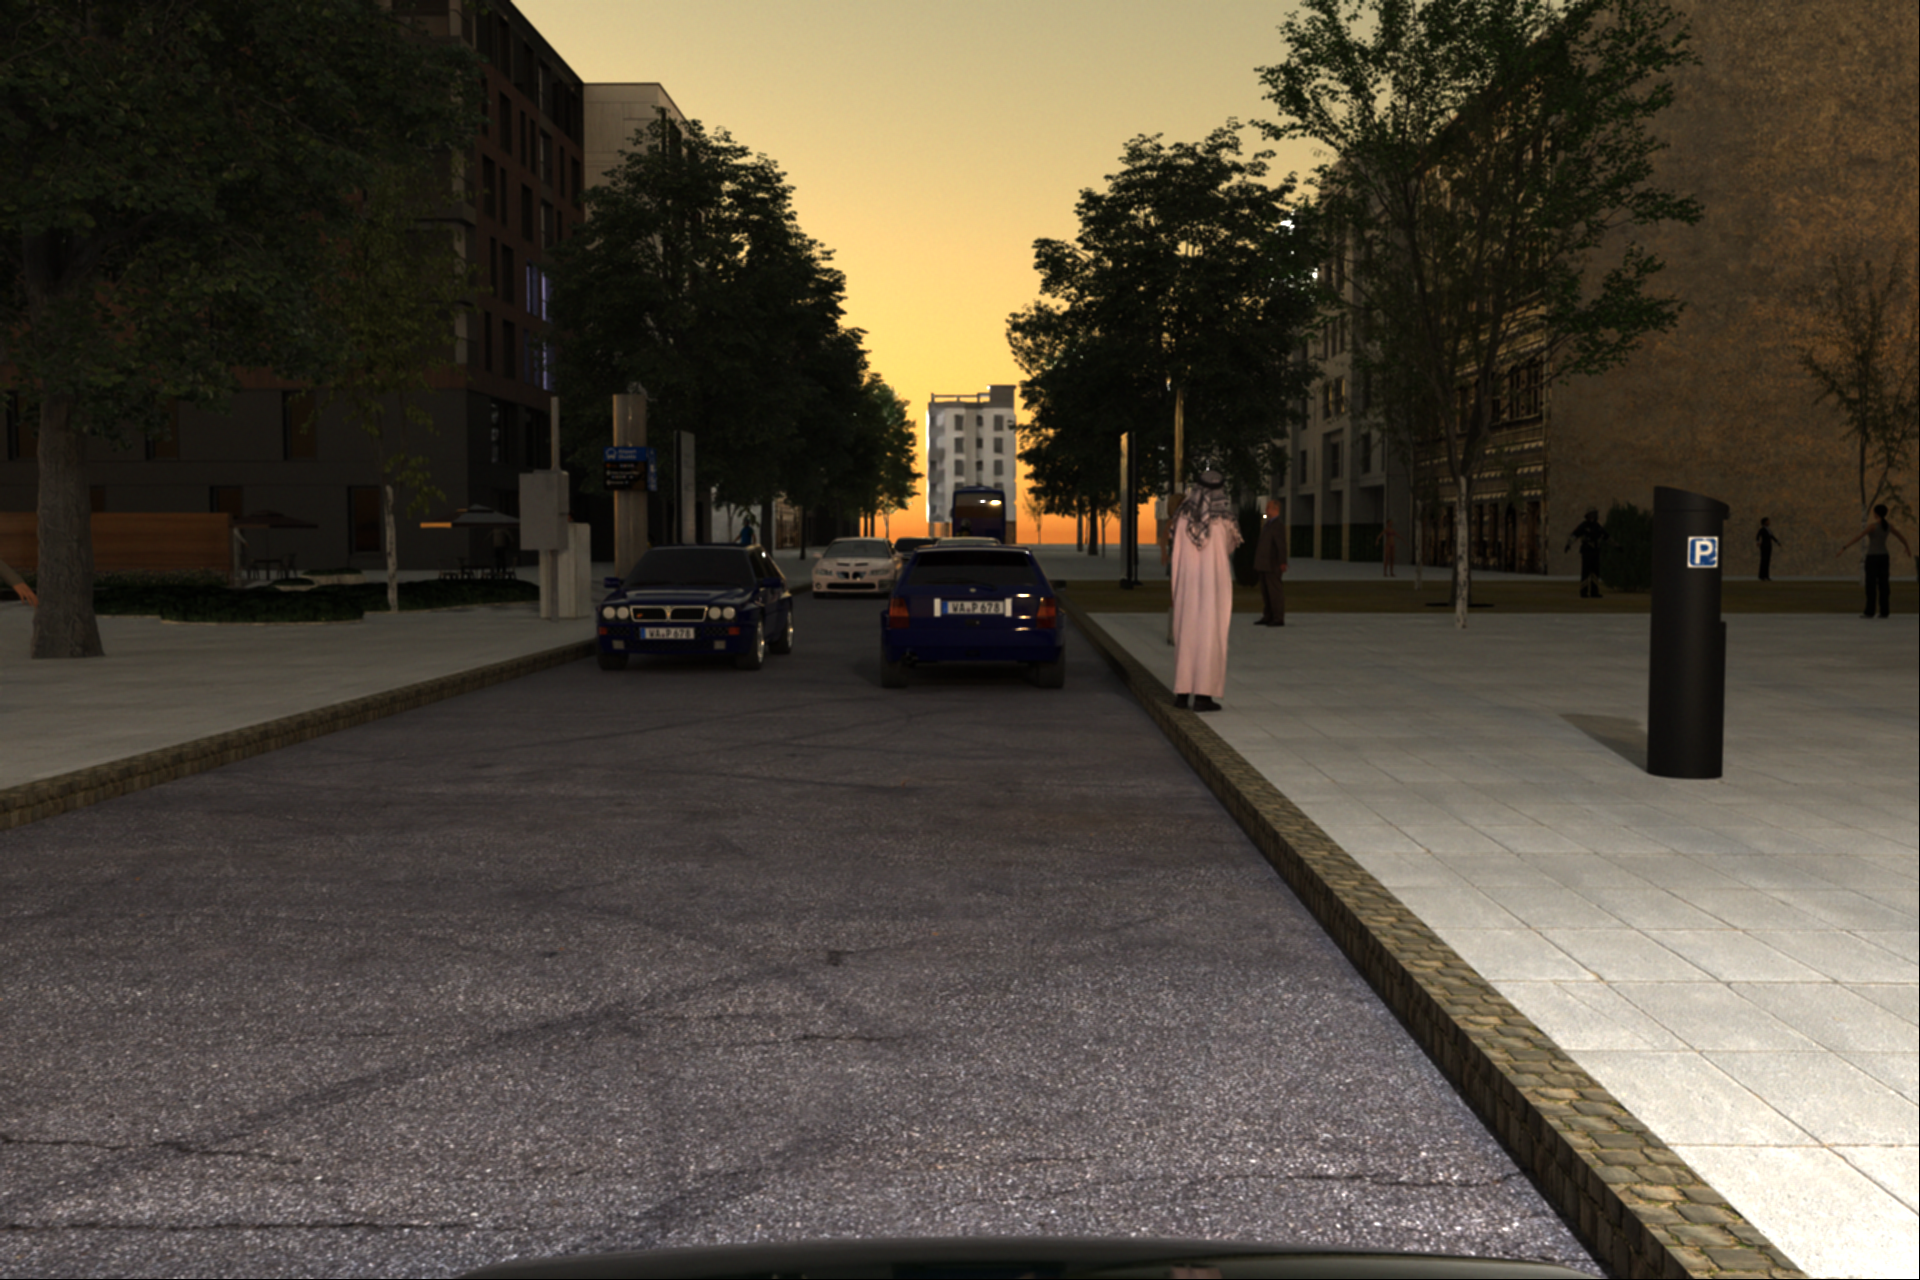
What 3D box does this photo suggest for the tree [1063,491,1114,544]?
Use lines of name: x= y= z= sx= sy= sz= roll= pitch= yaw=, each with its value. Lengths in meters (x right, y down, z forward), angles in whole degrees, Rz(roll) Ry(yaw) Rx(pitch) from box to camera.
tree: x=16.741 y=-17.758 z=224.748 sx=7.601 sy=10.594 sz=8.767 roll=0 pitch=4 yaw=-4

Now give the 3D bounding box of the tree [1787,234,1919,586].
tree: x=22.361 y=-5.671 z=43.077 sx=4.360 sy=8.622 sz=3.978 roll=0 pitch=3 yaw=0

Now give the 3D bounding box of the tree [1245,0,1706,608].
tree: x=8.796 y=-6.390 z=30.228 sx=9.928 sy=11.665 sz=9.643 roll=0 pitch=3 yaw=0

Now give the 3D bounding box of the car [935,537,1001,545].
car: x=0.180 y=-1.457 z=36.180 sx=2.083 sy=1.381 sz=4.827 roll=0 pitch=4 yaw=1

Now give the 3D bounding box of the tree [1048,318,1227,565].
tree: x=7.441 y=-8.415 z=71.994 sx=8.767 sy=10.594 sz=7.601 roll=2 pitch=4 yaw=23

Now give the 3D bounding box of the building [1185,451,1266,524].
building: x=27.622 y=-14.242 z=175.007 sx=9.099 sy=9.664 sz=28.070 roll=0 pitch=4 yaw=1

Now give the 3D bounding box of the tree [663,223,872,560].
tree: x=-8.221 y=-10.158 z=72.736 sx=9.857 sy=13.997 sz=8.962 roll=0 pitch=3 yaw=0

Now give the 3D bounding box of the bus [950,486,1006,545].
bus: x=0.894 y=-5.895 z=87.924 sx=2.896 sy=3.916 sz=12.251 roll=0 pitch=3 yaw=0

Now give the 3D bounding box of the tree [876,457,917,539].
tree: x=-9.551 y=-18.209 z=223.465 sx=9.928 sy=11.665 sz=9.643 roll=0 pitch=3 yaw=0

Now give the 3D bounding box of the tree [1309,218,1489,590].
tree: x=10.782 y=-5.464 z=39.706 sx=4.360 sy=8.622 sz=3.978 roll=0 pitch=3 yaw=0

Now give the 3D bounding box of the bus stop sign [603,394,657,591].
bus stop sign: x=-6.258 y=-2.684 z=32.897 sx=0.837 sy=3.901 sz=0.837 roll=0 pitch=4 yaw=2

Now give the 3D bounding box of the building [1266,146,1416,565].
building: x=26.363 y=-13.493 z=87.076 sx=16.747 sy=18.905 sz=31.486 roll=0 pitch=4 yaw=1

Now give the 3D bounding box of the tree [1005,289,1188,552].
tree: x=9.855 y=-16.410 z=124.197 sx=12.611 sy=20.169 sz=13.585 roll=0 pitch=3 yaw=0

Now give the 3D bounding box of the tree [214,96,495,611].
tree: x=-9.285 y=-4.721 z=27.557 sx=4.737 sy=8.622 sz=4.395 roll=0 pitch=3 yaw=0

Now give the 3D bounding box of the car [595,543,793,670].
car: x=-2.914 y=-0.421 z=19.457 sx=1.945 sy=1.354 sz=3.894 roll=0 pitch=4 yaw=2

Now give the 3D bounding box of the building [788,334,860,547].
building: x=-25.286 y=-20.385 z=177.271 sx=27.936 sy=21.610 sz=32.646 roll=0 pitch=4 yaw=1

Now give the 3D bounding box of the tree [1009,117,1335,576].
tree: x=6.602 y=-8.965 z=53.228 sx=9.857 sy=13.997 sz=8.962 roll=0 pitch=3 yaw=0

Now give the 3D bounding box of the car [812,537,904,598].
car: x=-2.312 y=-1.696 z=40.093 sx=2.083 sy=1.381 sz=4.827 roll=0 pitch=4 yaw=2

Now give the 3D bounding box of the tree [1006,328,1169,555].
tree: x=7.924 y=-12.079 z=104.149 sx=9.857 sy=13.997 sz=8.962 roll=0 pitch=3 yaw=0

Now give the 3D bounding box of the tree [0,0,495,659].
tree: x=-9.470 y=-6.796 z=17.763 sx=9.857 sy=13.997 sz=8.962 roll=0 pitch=3 yaw=0

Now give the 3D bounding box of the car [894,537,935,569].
car: x=-1.482 y=-2.705 z=56.815 sx=1.945 sy=1.354 sz=3.894 roll=0 pitch=4 yaw=1

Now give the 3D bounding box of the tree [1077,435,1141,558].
tree: x=7.674 y=-8.702 z=92.637 sx=4.360 sy=8.622 sz=3.978 roll=0 pitch=3 yaw=0

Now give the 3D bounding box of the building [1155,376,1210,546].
building: x=28.159 y=-21.198 z=203.013 sx=16.016 sy=20.090 sz=11.380 roll=0 pitch=4 yaw=2

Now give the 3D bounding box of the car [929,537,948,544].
car: x=-0.993 y=-3.069 z=62.754 sx=1.945 sy=1.354 sz=3.894 roll=0 pitch=4 yaw=1

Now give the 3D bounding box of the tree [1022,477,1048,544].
tree: x=10.320 y=-16.470 z=219.651 sx=4.360 sy=8.622 sz=3.978 roll=0 pitch=3 yaw=0

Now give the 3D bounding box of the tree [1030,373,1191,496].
tree: x=7.891 y=-9.095 z=83.110 sx=8.767 sy=10.594 sz=7.601 roll=-3 pitch=4 yaw=-39

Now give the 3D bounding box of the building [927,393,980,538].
building: x=-3.854 y=-22.305 z=223.567 sx=11.380 sy=20.090 sz=16.016 roll=0 pitch=4 yaw=-3

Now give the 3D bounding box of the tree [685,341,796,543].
tree: x=-8.260 y=-6.934 z=63.727 sx=4.737 sy=8.622 sz=4.395 roll=0 pitch=3 yaw=0

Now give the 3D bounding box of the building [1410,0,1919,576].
building: x=27.571 y=-14.104 z=61.528 sx=19.493 sy=23.208 sz=18.063 roll=0 pitch=4 yaw=2

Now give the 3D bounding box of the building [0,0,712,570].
building: x=-27.569 y=-14.246 z=76.901 sx=27.936 sy=21.610 sz=32.646 roll=0 pitch=4 yaw=1

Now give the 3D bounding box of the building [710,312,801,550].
building: x=-24.218 y=-19.593 z=151.273 sx=19.493 sy=23.208 sz=18.063 roll=0 pitch=4 yaw=1

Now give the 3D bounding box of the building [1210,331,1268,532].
building: x=28.006 y=-18.411 z=157.436 sx=16.016 sy=20.090 sz=11.380 roll=0 pitch=4 yaw=1

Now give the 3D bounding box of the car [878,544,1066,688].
car: x=0.124 y=-0.297 z=17.434 sx=1.945 sy=1.354 sz=3.894 roll=0 pitch=4 yaw=0
